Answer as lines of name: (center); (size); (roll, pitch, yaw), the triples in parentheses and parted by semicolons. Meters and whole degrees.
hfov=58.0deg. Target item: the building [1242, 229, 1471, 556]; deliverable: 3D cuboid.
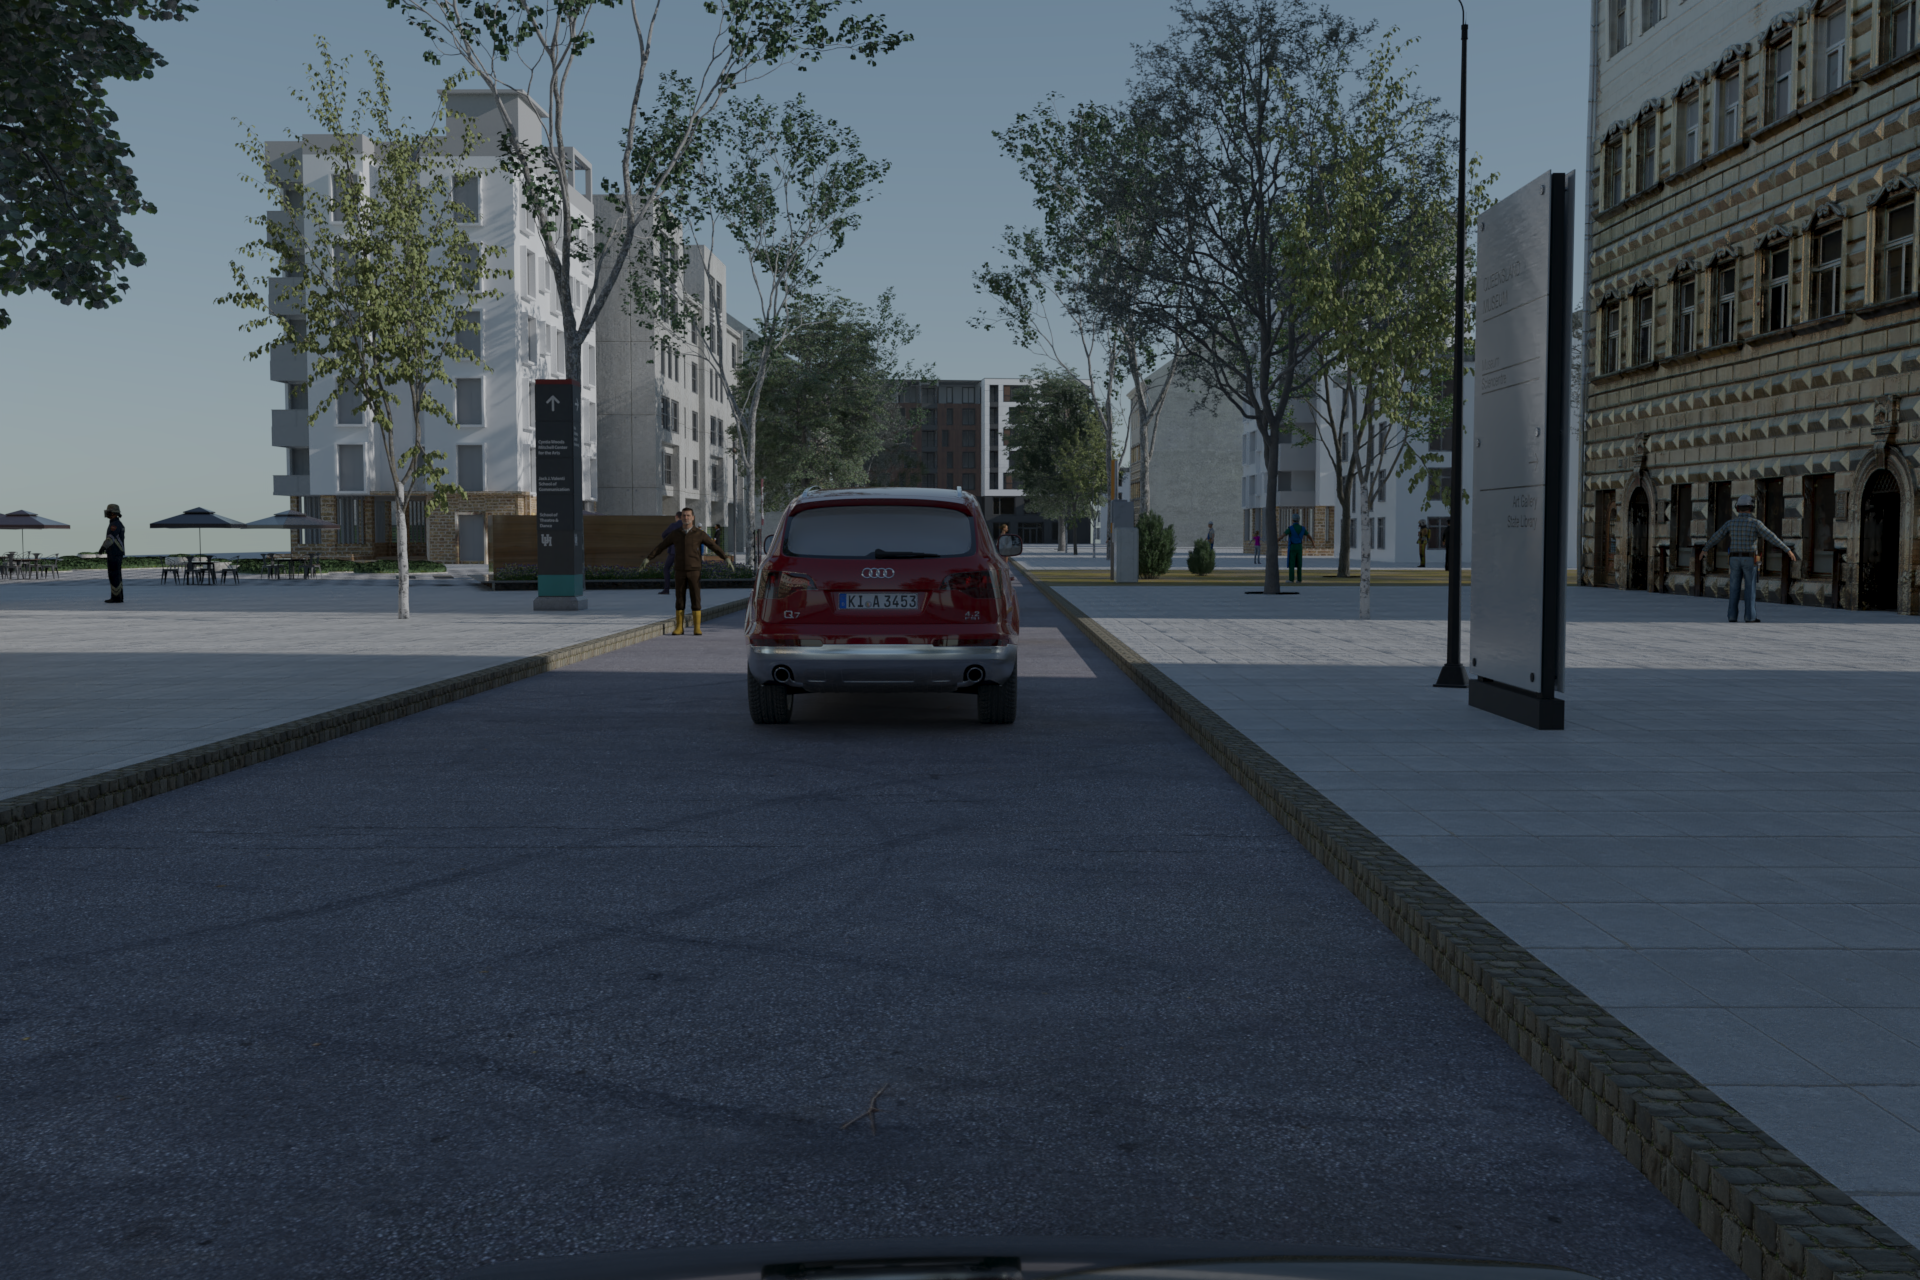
building: (23.930, -15.758, 114.059); (16.016, 20.090, 11.380); (0, 4, 1)

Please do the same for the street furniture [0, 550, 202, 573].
street furniture: (-31.957, -2.878, 62.676); (5.734, 0.657, 10.072); (1, 4, 13)

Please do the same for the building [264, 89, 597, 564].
building: (-23.543, -13.381, 75.193); (16.016, 20.090, 11.380); (0, 4, 0)

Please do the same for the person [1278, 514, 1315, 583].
person: (8.806, -2.413, 45.580); (1.347, 1.817, 0.704); (-1, 4, -21)

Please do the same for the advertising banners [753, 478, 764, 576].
advertising banners: (-6.221, -3.513, 53.627); (0.090, 3.025, 2.074); (0, 4, 2)

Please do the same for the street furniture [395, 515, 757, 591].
street furniture: (-7.922, -2.158, 42.143); (11.010, 1.723, 9.812); (-1, 4, -18)

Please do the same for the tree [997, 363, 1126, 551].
tree: (7.629, -13.535, 127.960); (9.857, 13.997, 8.962); (0, 3, 0)

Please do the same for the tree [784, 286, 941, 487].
tree: (-7.570, -16.984, 133.579); (12.611, 20.169, 13.585); (0, 3, 0)

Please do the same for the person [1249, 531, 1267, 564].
person: (12.824, -3.989, 74.486); (0.599, 1.433, 0.991); (-3, 5, -44)

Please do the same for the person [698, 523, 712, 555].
person: (-11.571, -4.315, 77.011); (1.216, 1.772, 0.721); (-1, 4, -10)

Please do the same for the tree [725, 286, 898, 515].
tree: (-8.072, -11.228, 90.228); (9.857, 13.997, 8.962); (0, 3, 0)

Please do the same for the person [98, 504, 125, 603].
person: (-15.781, -1.615, 32.266); (0.704, 1.845, 1.351); (-1, 4, -15)

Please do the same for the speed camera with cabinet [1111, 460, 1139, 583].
speed camera with cabinet: (4.375, -3.154, 45.901); (0.660, 3.252, 2.038); (0, 4, 1)

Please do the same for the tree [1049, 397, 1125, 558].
tree: (7.163, -8.758, 93.559); (4.737, 8.622, 4.395); (0, 3, 0)

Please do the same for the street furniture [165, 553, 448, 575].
street furniture: (-21.978, -2.562, 57.507); (10.072, 0.657, 5.734); (3, 4, 39)

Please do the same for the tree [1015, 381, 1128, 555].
tree: (6.812, -10.518, 106.374); (7.601, 10.594, 8.767); (-2, 4, -26)

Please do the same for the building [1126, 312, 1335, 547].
building: (27.721, -21.303, 179.237); (19.493, 23.208, 18.063); (0, 4, 0)

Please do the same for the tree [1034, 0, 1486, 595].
tree: (6.603, -7.728, 36.726); (12.009, 13.543, 11.850); (0, 3, 0)

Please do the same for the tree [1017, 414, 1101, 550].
tree: (8.392, -13.253, 142.435); (9.928, 11.665, 9.643); (0, 3, 0)

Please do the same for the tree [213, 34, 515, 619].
tree: (-8.503, -4.608, 25.711); (4.737, 8.622, 4.395); (0, 3, 0)

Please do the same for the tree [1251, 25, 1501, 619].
tree: (6.205, -4.603, 25.615); (4.737, 8.622, 4.395); (0, 3, 0)

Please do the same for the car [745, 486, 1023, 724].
car: (-0.585, -0.363, 14.606); (2.281, 1.827, 5.304); (0, 4, 0)

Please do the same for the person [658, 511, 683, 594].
person: (-6.104, -1.861, 36.920); (0.683, 1.767, 0.568); (-2, 4, -35)

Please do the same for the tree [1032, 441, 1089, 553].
tree: (7.359, -10.152, 116.342); (4.360, 8.622, 3.978); (0, 3, 0)

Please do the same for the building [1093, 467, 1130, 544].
building: (22.139, -16.866, 217.912); (9.099, 9.664, 28.070); (0, 4, 0)

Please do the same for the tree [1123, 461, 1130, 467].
tree: (24.908, -19.055, 237.309); (9.928, 11.665, 9.643); (0, 3, 0)

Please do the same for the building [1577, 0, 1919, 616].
building: (24.265, -12.337, 32.644); (19.493, 23.208, 18.063); (0, 4, 1)

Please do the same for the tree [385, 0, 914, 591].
tree: (-7.217, -11.127, 37.824); (12.611, 20.169, 13.585); (0, 3, 0)

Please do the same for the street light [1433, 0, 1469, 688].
street light: (4.692, -2.559, 14.381); (1.470, 5.913, 1.316); (0, 4, 1)

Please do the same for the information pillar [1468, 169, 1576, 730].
information pillar: (3.884, -1.268, 12.052); (0.184, 3.620, 1.656); (0, 4, 1)

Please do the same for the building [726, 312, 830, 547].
building: (-23.262, -21.046, 175.024); (19.493, 23.208, 18.063); (0, 4, 1)

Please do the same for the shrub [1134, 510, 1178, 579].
shrub: (5.386, -2.752, 49.416); (1.690, 2.028, 1.600); (0, 3, 0)

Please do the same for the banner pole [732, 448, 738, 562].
banner pole: (-6.592, -3.724, 50.899); (0.401, 3.779, 0.863); (0, 4, 1)

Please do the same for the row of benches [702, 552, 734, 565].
row of benches: (-9.633, -2.677, 59.227); (4.104, 0.672, 1.422); (-1, 4, -19)

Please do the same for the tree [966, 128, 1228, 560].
tree: (6.473, -13.906, 83.252); (12.611, 20.169, 13.585); (0, 3, 0)

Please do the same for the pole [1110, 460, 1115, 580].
pole: (4.242, -3.303, 47.855); (0.158, 3.312, 0.155); (0, 3, 0)

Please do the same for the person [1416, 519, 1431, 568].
person: (17.733, -3.715, 66.505); (0.705, 1.858, 1.354); (0, 4, 8)

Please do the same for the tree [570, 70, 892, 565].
tree: (-9.540, -13.195, 71.623); (12.611, 20.169, 13.585); (0, 3, 0)

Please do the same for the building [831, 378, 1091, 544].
building: (-0.711, -23.972, 238.379); (32.646, 21.610, 27.936); (0, 4, -7)

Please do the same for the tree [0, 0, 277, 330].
tree: (-8.779, -6.414, 11.519); (9.857, 13.997, 8.962); (0, 3, 0)

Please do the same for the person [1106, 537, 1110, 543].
person: (6.545, -3.996, 71.515); (1.347, 1.806, 0.705); (-3, 5, -43)

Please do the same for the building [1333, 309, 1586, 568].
building: (24.173, -8.329, 78.330); (9.099, 9.664, 28.070); (0, 4, 1)

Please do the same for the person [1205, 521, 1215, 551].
person: (10.993, -4.299, 76.144); (0.705, 1.847, 1.347); (0, 4, -6)

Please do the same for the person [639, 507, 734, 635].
person: (-3.859, -0.974, 24.524); (1.346, 1.812, 0.704); (0, 4, 0)

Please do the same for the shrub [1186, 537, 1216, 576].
shrub: (7.400, -2.570, 53.144); (1.383, 1.207, 1.383); (0, 3, 0)

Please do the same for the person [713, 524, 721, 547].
person: (-11.188, -4.446, 79.408); (0.721, 1.740, 1.216); (0, 4, -2)

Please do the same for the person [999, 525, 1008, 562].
person: (1.482, -2.774, 54.618); (0.721, 1.733, 1.217); (0, 4, -5)

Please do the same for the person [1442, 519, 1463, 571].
person: (16.975, -3.302, 59.920); (0.705, 1.837, 1.347); (-1, 4, -10)

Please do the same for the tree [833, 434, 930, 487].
tree: (-7.044, -13.080, 148.277); (8.767, 10.594, 7.601); (-1, 4, -20)

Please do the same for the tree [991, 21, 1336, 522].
tree: (7.781, -12.756, 64.447); (12.611, 20.169, 13.585); (0, 3, 0)

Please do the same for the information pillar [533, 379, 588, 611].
information pillar: (-6.767, -2.439, 29.255); (0.750, 3.857, 0.750); (0, 4, 0)

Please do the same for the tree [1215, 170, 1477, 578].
tree: (11.303, -7.639, 50.658); (9.928, 11.665, 9.643); (0, 3, 0)

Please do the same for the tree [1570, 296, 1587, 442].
tree: (24.254, -8.987, 57.314); (12.009, 13.543, 11.850); (0, 3, 0)

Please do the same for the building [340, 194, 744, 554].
building: (-23.959, -14.670, 106.319); (16.747, 18.905, 31.486); (0, 4, 1)

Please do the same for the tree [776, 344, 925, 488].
tree: (-7.328, -12.191, 109.696); (12.009, 13.543, 11.850); (0, 3, 0)

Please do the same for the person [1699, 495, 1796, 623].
person: (11.379, -1.179, 25.119); (1.345, 1.849, 0.704); (3, 5, 44)
